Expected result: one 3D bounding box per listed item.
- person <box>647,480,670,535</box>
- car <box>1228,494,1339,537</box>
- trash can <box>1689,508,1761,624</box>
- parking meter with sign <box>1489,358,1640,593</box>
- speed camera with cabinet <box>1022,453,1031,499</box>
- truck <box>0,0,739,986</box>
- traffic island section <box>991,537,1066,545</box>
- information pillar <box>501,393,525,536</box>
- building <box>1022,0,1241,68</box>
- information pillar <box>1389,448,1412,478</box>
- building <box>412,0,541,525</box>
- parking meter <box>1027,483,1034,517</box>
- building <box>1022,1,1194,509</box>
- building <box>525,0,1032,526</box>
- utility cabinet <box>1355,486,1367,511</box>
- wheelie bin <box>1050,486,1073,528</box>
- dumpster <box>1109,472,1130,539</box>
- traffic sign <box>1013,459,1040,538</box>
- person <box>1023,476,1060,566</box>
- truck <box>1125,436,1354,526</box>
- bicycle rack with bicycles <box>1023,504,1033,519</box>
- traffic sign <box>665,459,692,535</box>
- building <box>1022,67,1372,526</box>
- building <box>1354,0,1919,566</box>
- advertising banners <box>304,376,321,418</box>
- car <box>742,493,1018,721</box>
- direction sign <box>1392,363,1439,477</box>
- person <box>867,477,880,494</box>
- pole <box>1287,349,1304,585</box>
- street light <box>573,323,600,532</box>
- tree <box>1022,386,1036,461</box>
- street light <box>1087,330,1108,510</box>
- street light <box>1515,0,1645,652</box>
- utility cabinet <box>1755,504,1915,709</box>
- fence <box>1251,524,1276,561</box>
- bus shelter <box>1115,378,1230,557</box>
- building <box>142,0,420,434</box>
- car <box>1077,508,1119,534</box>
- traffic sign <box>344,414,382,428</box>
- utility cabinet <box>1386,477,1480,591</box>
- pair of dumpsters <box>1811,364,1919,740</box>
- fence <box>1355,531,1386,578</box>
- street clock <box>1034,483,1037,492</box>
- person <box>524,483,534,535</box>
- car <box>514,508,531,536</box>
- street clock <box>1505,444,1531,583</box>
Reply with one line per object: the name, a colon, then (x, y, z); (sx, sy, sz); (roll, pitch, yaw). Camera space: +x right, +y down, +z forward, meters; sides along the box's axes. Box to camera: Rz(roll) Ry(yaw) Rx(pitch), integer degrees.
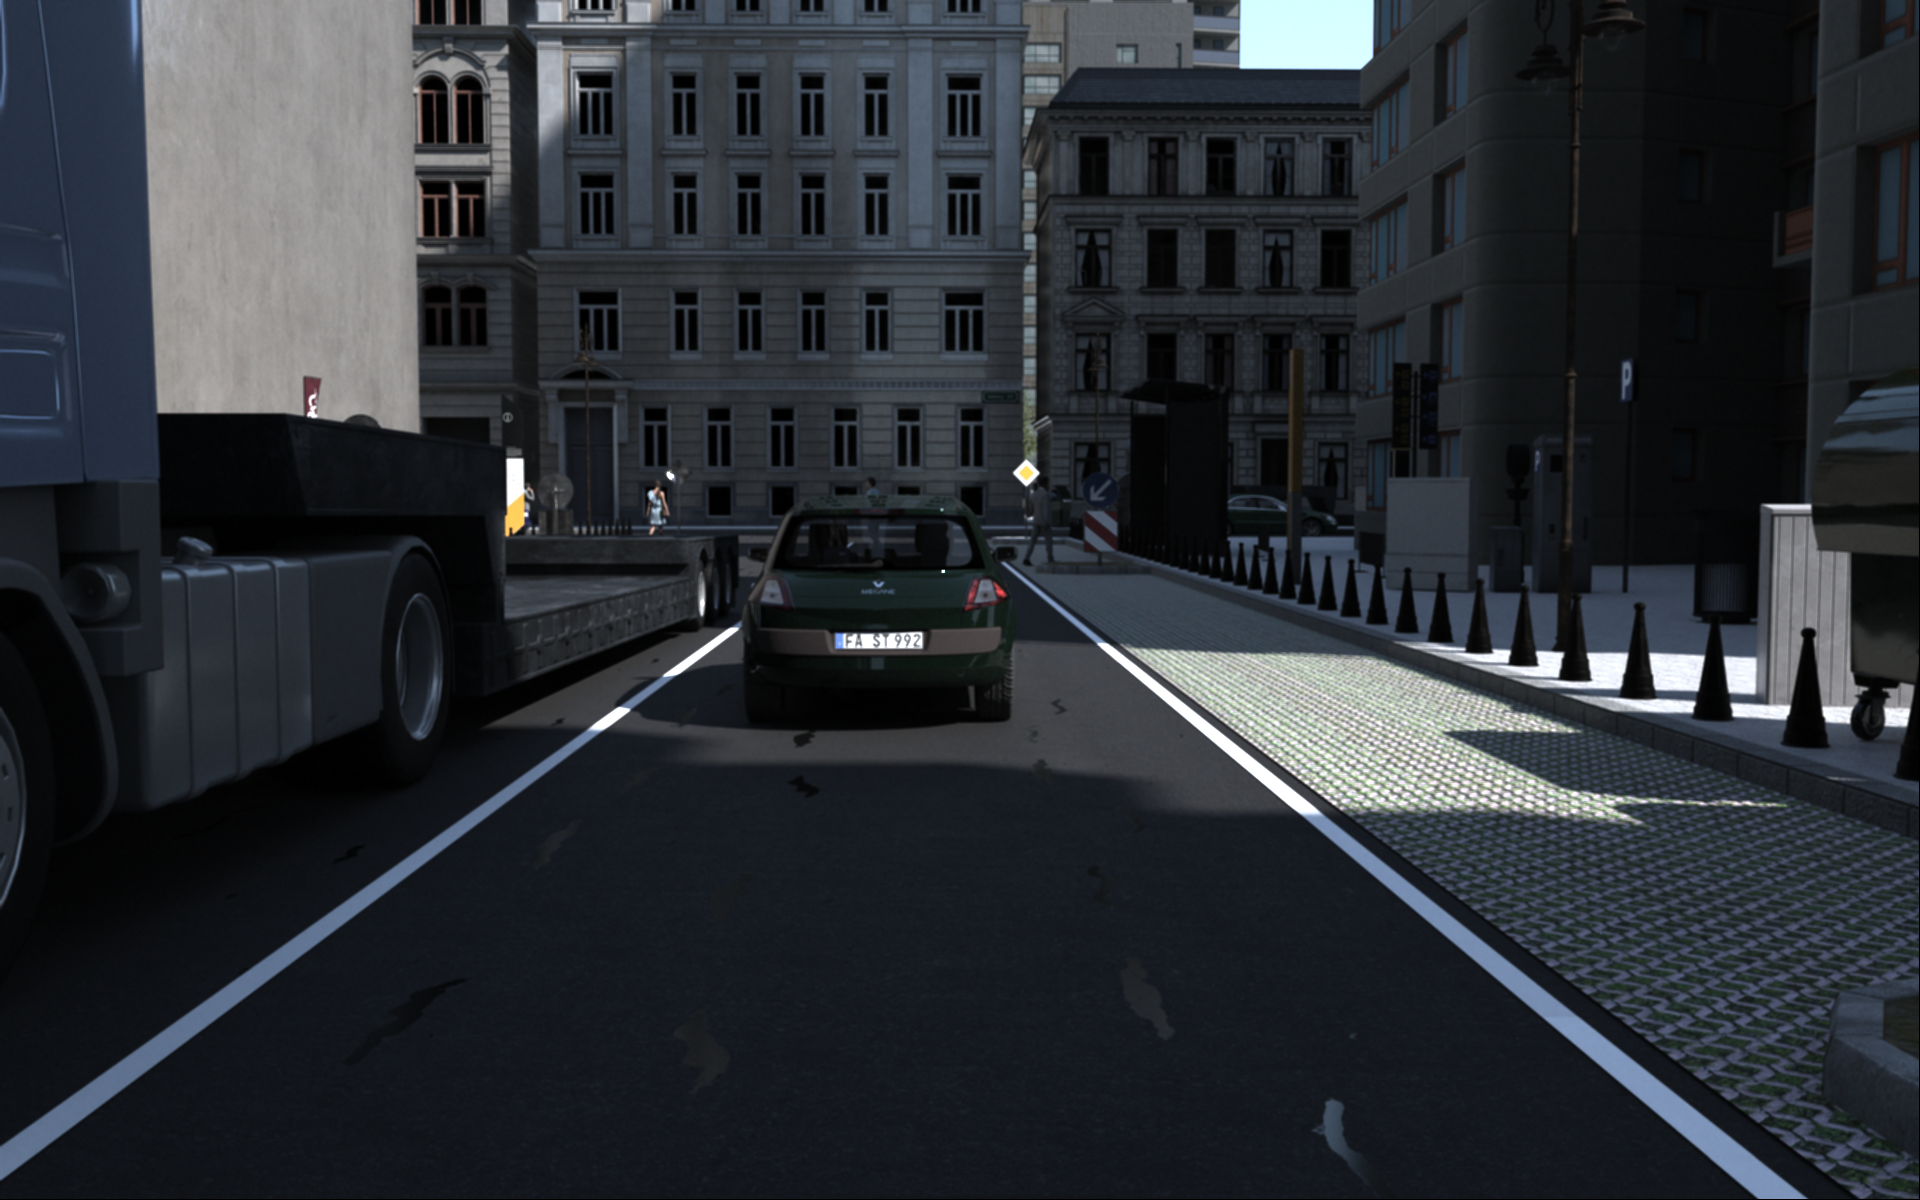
person: (-8.268, -2.372, 47.376); (0.616, 1.811, 0.778); (1, 4, 19)
car: (9.462, -2.620, 54.628); (4.920, 1.459, 2.131); (0, 4, -1)
trash can: (7.647, -0.343, 17.255); (0.748, 1.137, 0.748); (0, 3, 0)
parking meter with sign: (7.833, -1.607, 22.529); (1.738, 3.016, 0.543); (0, 4, 5)
speed camera with cabinet: (3.719, -5.416, 82.881); (2.038, 3.252, 0.660); (1, 4, 11)
truck: (-3.859, -1.330, 11.510); (2.967, 4.110, 18.799); (0, 4, 0)
traffic island section: (1.934, -1.699, 50.064); (2.009, 0.180, 2.903); (0, 4, -1)
information pillar: (-10.402, -2.991, 40.258); (0.504, 3.616, 0.183); (0, 4, -7)
building: (16.470, -38.392, 169.706); (21.231, 58.520, 28.212); (0, 4, -1)
information pillar: (7.070, -1.428, 27.840); (0.304, 2.012, 0.304); (0, 4, 3)
building: (-29.099, -17.574, 74.717); (23.554, 28.519, 14.401); (0, 4, -1)
parking meter: (3.869, -5.490, 95.474); (0.399, 1.863, 0.255); (-2, 4, -31)
building: (11.968, -28.420, 148.263); (14.154, 41.232, 14.086); (0, 4, -1)
building: (-7.256, -17.663, 74.686); (20.117, 28.700, 13.634); (0, 4, -1)
utility cabinet: (11.291, -2.332, 46.802); (1.173, 1.500, 0.318); (2, 4, 30)
wheelie bin: (3.785, -3.531, 65.636); (0.693, 1.594, 0.980); (3, 5, 44)
dumpster: (4.542, -2.409, 45.146); (1.264, 1.857, 1.865); (0, 4, -1)
traffic sign: (1.911, -2.834, 49.986); (0.795, 2.450, 0.064); (0, 4, -1)
person: (1.602, -1.568, 34.418); (0.850, 1.792, 0.678); (-3, 5, -40)
truck: (14.636, -4.425, 62.101); (18.799, 4.110, 2.967); (0, 4, -2)
bicycle rack with bicycles: (4.810, -4.653, 89.466); (2.925, 0.926, 2.852); (1, 4, 20)
traffic sign: (-8.081, -2.821, 49.770); (0.795, 2.450, 0.064); (0, 4, -1)
building: (12.493, -12.757, 73.211); (19.286, 19.102, 10.561); (0, 4, -1)
building: (23.249, -11.019, 25.199); (27.650, 21.520, 28.899); (0, 4, -1)
advertising banners: (-9.768, -1.776, 25.222); (0.090, 3.025, 2.074); (0, 4, 7)
car: (-0.556, -0.156, 12.335); (2.009, 1.686, 4.222); (0, 4, -2)
direction sign: (7.889, -2.329, 30.070); (0.876, 3.537, 0.379); (-1, 4, -17)
person: (-1.952, -1.925, 39.993); (0.620, 1.820, 0.660); (1, 4, 20)
pole: (4.738, -1.874, 24.488); (0.158, 3.312, 0.155); (0, 3, 0)
street light: (-10.094, -4.535, 46.938); (0.468, 5.910, 1.993); (0, 4, -1)
tree: (3.972, -10.311, 118.953); (4.737, 8.622, 4.395); (0, 3, 0)
street light: (3.879, -4.660, 48.973); (0.468, 5.910, 1.993); (0, 4, -1)
street light: (4.926, -2.518, 13.954); (0.468, 5.910, 1.993); (0, 4, -1)
utility cabinet: (5.422, 0.040, 10.508); (1.020, 1.237, 0.306); (1, 4, 12)
fence: (5.994, -1.151, 34.191); (0.278, 0.683, 2.069); (0, 4, 4)
bus shelter: (4.613, -2.868, 38.168); (1.731, 3.624, 6.357); (0, 4, -1)
building: (-31.037, -14.106, 35.146); (34.151, 26.468, 19.350); (0, 4, -1)
car: (5.947, -2.889, 57.027); (4.222, 1.686, 2.009); (0, 4, -1)
traffic sign: (-9.582, -1.688, 27.705); (0.768, 2.556, 0.104); (0, 4, 5)
utility cabinet: (6.272, -0.875, 22.993); (1.173, 1.500, 0.318); (3, 5, 41)
pair of dumpsters: (5.317, -0.274, 6.978); (1.574, 2.255, 4.437); (0, 4, -1)
fence: (6.512, -0.736, 27.410); (0.278, 0.683, 2.069); (0, 4, 2)
street clock: (4.730, -6.411, 109.382); (0.471, 2.002, 0.358); (2, 4, 31)
person: (-14.432, -2.991, 57.581); (0.473, 1.802, 0.592); (-2, 4, -30)
car: (-15.932, -2.653, 55.950); (3.894, 1.354, 1.945); (0, 4, -1)
street clock: (8.026, -1.246, 24.949); (0.358, 2.002, 0.471); (0, 4, 3)
